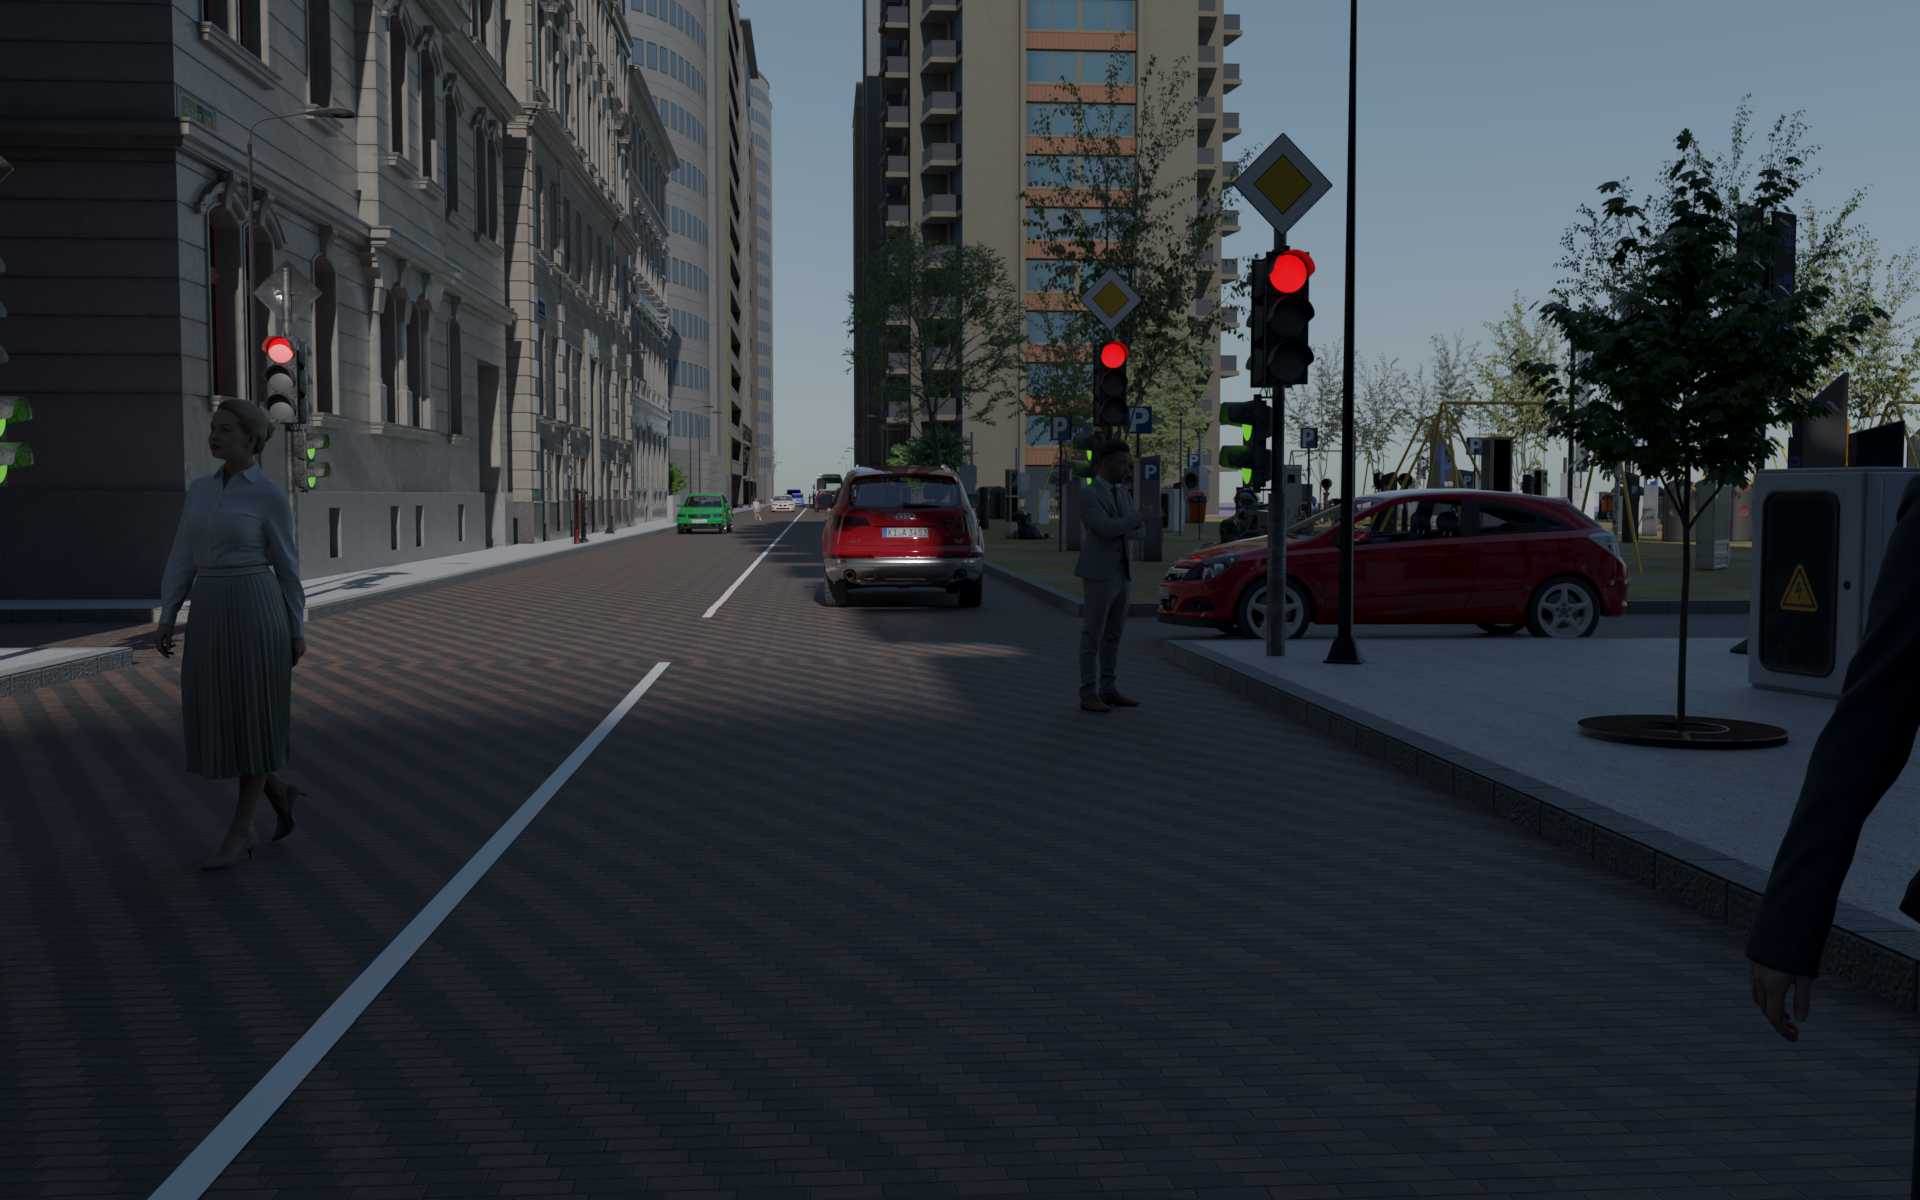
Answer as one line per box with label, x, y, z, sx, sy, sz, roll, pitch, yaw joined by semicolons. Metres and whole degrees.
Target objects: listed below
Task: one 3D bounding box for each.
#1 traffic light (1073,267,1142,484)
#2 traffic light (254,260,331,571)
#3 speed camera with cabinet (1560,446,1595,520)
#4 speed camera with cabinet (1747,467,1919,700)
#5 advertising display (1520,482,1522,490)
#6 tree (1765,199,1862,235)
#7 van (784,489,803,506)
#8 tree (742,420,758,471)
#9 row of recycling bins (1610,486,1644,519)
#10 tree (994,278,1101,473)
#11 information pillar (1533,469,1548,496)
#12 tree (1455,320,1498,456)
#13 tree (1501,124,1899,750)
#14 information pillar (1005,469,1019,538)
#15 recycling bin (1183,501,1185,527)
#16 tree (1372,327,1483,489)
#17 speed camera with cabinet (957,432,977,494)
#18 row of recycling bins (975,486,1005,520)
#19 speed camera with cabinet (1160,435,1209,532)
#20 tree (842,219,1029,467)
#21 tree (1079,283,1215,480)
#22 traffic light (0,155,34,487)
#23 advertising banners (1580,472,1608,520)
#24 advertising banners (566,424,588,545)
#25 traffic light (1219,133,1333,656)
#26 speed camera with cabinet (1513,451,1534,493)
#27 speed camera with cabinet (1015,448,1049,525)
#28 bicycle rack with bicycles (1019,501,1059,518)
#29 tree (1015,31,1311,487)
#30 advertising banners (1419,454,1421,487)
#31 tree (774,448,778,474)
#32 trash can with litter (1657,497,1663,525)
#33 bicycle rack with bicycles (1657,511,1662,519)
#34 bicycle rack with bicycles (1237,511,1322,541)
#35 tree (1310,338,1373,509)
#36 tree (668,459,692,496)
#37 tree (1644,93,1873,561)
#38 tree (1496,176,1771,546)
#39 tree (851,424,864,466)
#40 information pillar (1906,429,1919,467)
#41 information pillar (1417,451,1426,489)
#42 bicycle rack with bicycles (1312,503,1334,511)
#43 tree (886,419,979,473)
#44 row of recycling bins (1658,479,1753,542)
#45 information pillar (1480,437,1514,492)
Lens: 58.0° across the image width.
traffic light;1.844;-1.999;21.611;0.839;4.253;0.868;0;4;-5
traffic light;-8.033;-1.950;20.796;0.839;4.253;0.868;0;4;-5
speed camera with cabinet;25.614;-4.740;71.842;2.038;3.252;0.660;-3;5;-45
speed camera with cabinet;5.778;-0.991;10.534;0.660;3.252;2.038;-1;4;-17
advertising display;29.280;-5.187;90.027;0.123;1.923;0.974;0;4;-1
tree;20.564;-5.637;42.524;4.737;8.622;4.395;0;3;0
van;-19.868;-12.396;207.060;2.240;2.365;5.245;0;4;-6
tree;-22.069;-13.481;170.775;4.360;8.622;3.978;0;3;0
row of recycling bins;34.764;-4.930;87.717;3.534;1.692;1.069;2;4;32
tree;3.516;-6.587;58.056;4.737;8.622;4.395;0;3;0
information pillar;17.257;-2.876;51.517;0.304;2.012;0.304;-3;4;-38
tree;20.833;-6.881;62.865;4.737;8.622;4.395;0;3;0
tree;3.842;-0.894;9.223;1.663;3.219;1.824;0;3;0
information pillar;1.530;-2.851;51.099;0.304;2.012;0.304;-2;4;-31
recycling bin;8.156;-3.304;66.581;0.722;1.027;0.722;-3;5;-41
tree;21.266;-7.732;76.780;4.360;8.622;3.978;0;3;0
speed camera with cabinet;0.124;-3.770;55.975;0.660;3.252;2.038;0;4;-6
row of recycling bins;1.810;-4.981;88.558;1.069;1.692;3.534;-2;4;-27
speed camera with cabinet;7.387;-3.909;58.240;0.660;3.252;2.038;-3;5;-45
tree;-0.968;-8.607;66.473;9.928;11.665;9.643;0;3;0
tree;10.160;-10.731;93.581;7.486;12.596;7.792;0;3;0
traffic light;-7.387;-1.463;12.837;0.839;4.253;0.868;0;4;-5
advertising banners;31.542;-5.531;86.626;2.074;3.025;0.090;-1;4;-15
advertising banners;-9.850;-2.953;44.468;0.090;3.025;2.074;0;4;1
traffic light;2.490;-1.513;13.652;0.839;4.253;0.868;0;4;-5
speed camera with cabinet;26.008;-5.212;79.547;2.038;3.252;0.660;-3;5;-42
speed camera with cabinet;2.954;-4.833;73.352;0.660;3.252;2.038;-2;4;-34
bicycle rack with bicycles;3.933;-4.910;93.662;2.852;0.926;2.925;-2;4;-27
tree;2.793;-4.794;28.739;4.360;8.622;3.978;0;3;0
advertising banners;18.516;-4.478;69.406;0.090;3.025;2.074;1;4;21
tree;-28.508;-18.640;255.121;4.360;8.622;3.978;0;3;0
trash can with litter;29.307;-3.741;72.548;0.624;1.170;1.055;3;5;43
bicycle rack with bicycles;27.868;-3.242;66.390;2.852;0.926;2.925;0;4;-8
bicycle rack with bicycles;6.146;-1.046;30.491;2.925;0.926;2.852;0;4;2
tree;17.041;-8.043;81.861;4.360;8.622;3.978;0;3;0
tree;-15.549;-6.141;95.007;1.663;3.219;1.824;0;3;0
tree;14.876;-5.050;32.931;4.360;8.622;3.978;0;3;0
tree;15.901;-5.555;41.188;4.737;8.622;4.395;0;3;0
tree;-9.335;-14.059;180.231;4.360;8.622;3.978;0;3;0
information pillar;34.140;-4.324;62.058;0.504;3.616;0.183;0;4;-8
information pillar;25.295;-6.342;95.038;0.504;3.616;0.183;0;4;5
bicycle rack with bicycles;15.842;-3.644;72.956;2.925;0.926;2.852;-2;4;-33
tree;-0.897;-5.595;75.191;4.285;4.588;4.351;0;3;0
row of recycling bins;20.531;-2.422;46.709;3.534;1.692;1.069;-1;4;-15
information pillar;6.903;-1.090;22.314;0.304;2.012;0.304;-1;4;-9
